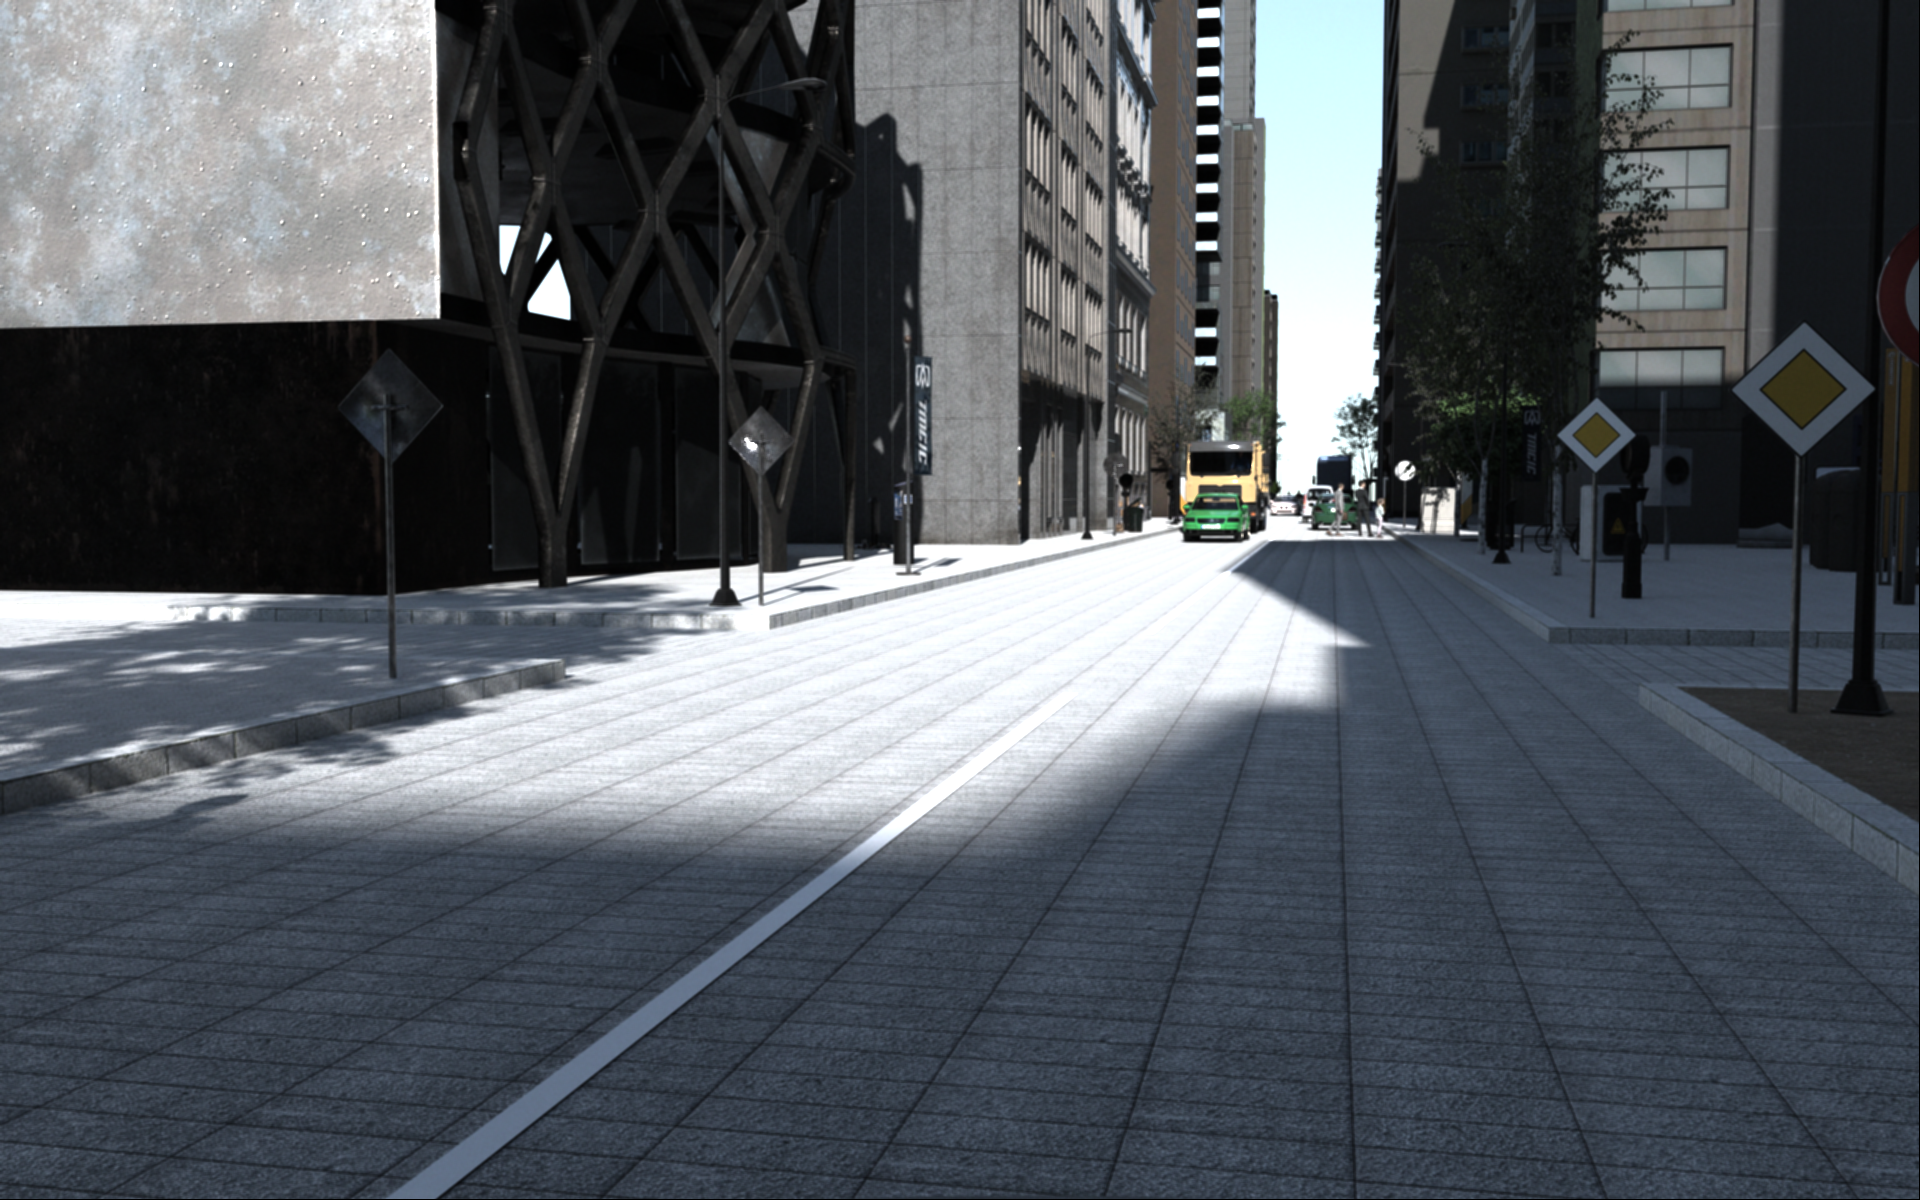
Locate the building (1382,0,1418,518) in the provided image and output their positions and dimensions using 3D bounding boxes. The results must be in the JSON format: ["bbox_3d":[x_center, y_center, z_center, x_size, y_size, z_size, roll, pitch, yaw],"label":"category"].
[{"bbox_3d":[36.264,-29.215,101.372,21.300,48.544,21.600,1,4,12],"label":"building"}]

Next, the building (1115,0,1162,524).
[{"bbox_3d":[0.906,-17.581,73.346,13.634,28.700,20.117,1,4,12],"label":"building"}]

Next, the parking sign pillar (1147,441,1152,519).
[{"bbox_3d":[8.973,-6.062,87.590,1.447,3.967,1.447,-1,4,-20],"label":"parking sign pillar"}]

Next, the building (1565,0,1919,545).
[{"bbox_3d":[24.644,-22.338,48.820,14.154,41.232,14.086,1,4,12],"label":"building"}]

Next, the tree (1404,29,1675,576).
[{"bbox_3d":[9.163,-4.688,27.004,4.360,8.622,3.978,0,3,0],"label":"tree"}]

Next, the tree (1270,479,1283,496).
[{"bbox_3d":[40.537,-13.914,222.087,1.663,3.219,1.824,0,3,0],"label":"tree"}]

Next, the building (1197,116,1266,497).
[{"bbox_3d":[24.981,-30.619,184.207,14.154,41.232,14.086,1,4,12],"label":"building"}]

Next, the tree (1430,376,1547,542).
[{"bbox_3d":[14.521,-3.896,47.415,4.285,4.588,4.351,0,3,0],"label":"tree"}]

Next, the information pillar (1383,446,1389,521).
[{"bbox_3d":[20.636,-5.661,83.913,0.183,3.616,0.504,-1,4,-11],"label":"information pillar"}]

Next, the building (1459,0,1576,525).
[{"bbox_3d":[37.327,-23.465,75.529,32.217,40.220,23.993,1,4,12],"label":"building"}]

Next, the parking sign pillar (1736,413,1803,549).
[{"bbox_3d":[19.347,-3.230,41.277,1.447,3.967,1.447,-3,5,-44],"label":"parking sign pillar"}]

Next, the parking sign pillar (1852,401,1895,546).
[{"bbox_3d":[22.195,-3.286,42.204,1.447,3.967,1.447,1,4,9],"label":"parking sign pillar"}]

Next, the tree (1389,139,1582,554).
[{"bbox_3d":[11.166,-5.294,36.916,4.737,8.622,4.395,0,3,0],"label":"tree"}]

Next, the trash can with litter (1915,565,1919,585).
[{"bbox_3d":[13.819,-0.788,24.276,0.624,1.170,1.055,-2,4,-34],"label":"trash can with litter"}]

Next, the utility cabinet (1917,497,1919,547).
[{"bbox_3d":[23.636,-1.887,42.012,1.020,1.237,0.306,0,4,-3],"label":"utility cabinet"}]

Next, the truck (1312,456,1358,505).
[{"bbox_3d":[25.254,-7.736,116.243,2.967,4.110,18.799,1,4,11],"label":"truck"}]

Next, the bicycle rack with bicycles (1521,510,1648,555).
[{"bbox_3d":[13.724,-1.480,37.588,2.925,0.926,2.852,-1,4,-20],"label":"bicycle rack with bicycles"}]

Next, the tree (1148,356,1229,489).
[{"bbox_3d":[12.087,-8.652,91.823,4.360,8.622,3.978,0,3,0],"label":"tree"}]

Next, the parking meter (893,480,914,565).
[{"bbox_3d":[-1.026,-1.415,31.542,0.372,1.533,0.369,0,3,0],"label":"parking meter"}]

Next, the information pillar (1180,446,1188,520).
[{"bbox_3d":[10.890,-5.680,84.220,0.183,3.616,0.504,-2,4,-27],"label":"information pillar"}]

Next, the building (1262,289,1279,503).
[{"bbox_3d":[37.105,-28.784,242.313,14.160,30.474,14.107,1,4,12],"label":"building"}]

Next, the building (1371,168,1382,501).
[{"bbox_3d":[66.049,-37.236,228.409,23.786,49.044,30.456,1,4,12],"label":"building"}]

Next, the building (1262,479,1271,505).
[{"bbox_3d":[20.368,-31.362,204.656,32.217,40.220,23.993,1,4,12],"label":"building"}]

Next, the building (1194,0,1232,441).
[{"bbox_3d":[12.487,-51.037,147.120,22.319,86.520,31.000,1,4,12],"label":"building"}]

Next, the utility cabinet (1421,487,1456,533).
[{"bbox_3d":[15.707,-2.936,56.678,1.173,1.500,0.318,1,4,23],"label":"utility cabinet"}]

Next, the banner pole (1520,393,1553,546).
[{"bbox_3d":[14.387,-3.247,43.104,0.863,3.779,0.401,1,4,14],"label":"banner pole"}]

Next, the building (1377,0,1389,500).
[{"bbox_3d":[46.671,-37.026,147.375,21.231,58.520,28.212,1,4,12],"label":"building"}]

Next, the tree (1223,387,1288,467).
[{"bbox_3d":[27.933,-14.822,168.092,9.928,11.665,9.643,0,3,0],"label":"tree"}]

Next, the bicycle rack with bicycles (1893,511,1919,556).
[{"bbox_3d":[20.177,-1.442,36.954,2.925,0.926,2.852,-1,4,-11],"label":"bicycle rack with bicycles"}]

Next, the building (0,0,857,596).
[{"bbox_3d":[-10.596,-9.973,30.504,16.820,18.784,16.811,1,4,12],"label":"building"}]

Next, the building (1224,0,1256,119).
[{"bbox_3d":[29.871,-48.113,224.896,20.563,71.187,20.611,1,4,12],"label":"building"}]

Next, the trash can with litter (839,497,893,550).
[{"bbox_3d":[-2.192,-1.822,40.840,1.678,1.210,2.233,0,4,8],"label":"trash can with litter"}]

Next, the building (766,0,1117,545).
[{"bbox_3d":[-2.334,-14.416,53.718,12.078,24.808,19.932,1,4,12],"label":"building"}]

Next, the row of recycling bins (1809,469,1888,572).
[{"bbox_3d":[15.355,-1.401,30.026,1.069,1.692,3.534,1,4,20],"label":"row of recycling bins"}]

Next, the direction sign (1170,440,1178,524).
[{"bbox_3d":[9.065,-4.960,73.097,0.379,3.537,0.876,2,4,24],"label":"direction sign"}]

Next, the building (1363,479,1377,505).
[{"bbox_3d":[63.638,-31.164,201.405,32.217,40.220,23.993,1,4,12],"label":"building"}]

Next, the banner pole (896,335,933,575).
[{"bbox_3d":[-0.684,-2.300,27.615,0.401,3.779,0.863,3,4,36],"label":"banner pole"}]

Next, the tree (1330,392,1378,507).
[{"bbox_3d":[41.273,-15.224,174.670,9.928,11.665,9.643,0,3,0],"label":"tree"}]

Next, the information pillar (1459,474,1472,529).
[{"bbox_3d":[18.770,-4.453,64.156,0.504,3.616,0.183,-2,4,-28],"label":"information pillar"}]

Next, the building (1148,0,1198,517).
[{"bbox_3d":[6.403,-27.611,101.546,14.600,45.320,14.200,1,4,12],"label":"building"}]

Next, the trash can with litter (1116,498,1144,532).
[{"bbox_3d":[5.680,-2.875,58.393,1.055,1.170,0.624,0,4,6],"label":"trash can with litter"}]
